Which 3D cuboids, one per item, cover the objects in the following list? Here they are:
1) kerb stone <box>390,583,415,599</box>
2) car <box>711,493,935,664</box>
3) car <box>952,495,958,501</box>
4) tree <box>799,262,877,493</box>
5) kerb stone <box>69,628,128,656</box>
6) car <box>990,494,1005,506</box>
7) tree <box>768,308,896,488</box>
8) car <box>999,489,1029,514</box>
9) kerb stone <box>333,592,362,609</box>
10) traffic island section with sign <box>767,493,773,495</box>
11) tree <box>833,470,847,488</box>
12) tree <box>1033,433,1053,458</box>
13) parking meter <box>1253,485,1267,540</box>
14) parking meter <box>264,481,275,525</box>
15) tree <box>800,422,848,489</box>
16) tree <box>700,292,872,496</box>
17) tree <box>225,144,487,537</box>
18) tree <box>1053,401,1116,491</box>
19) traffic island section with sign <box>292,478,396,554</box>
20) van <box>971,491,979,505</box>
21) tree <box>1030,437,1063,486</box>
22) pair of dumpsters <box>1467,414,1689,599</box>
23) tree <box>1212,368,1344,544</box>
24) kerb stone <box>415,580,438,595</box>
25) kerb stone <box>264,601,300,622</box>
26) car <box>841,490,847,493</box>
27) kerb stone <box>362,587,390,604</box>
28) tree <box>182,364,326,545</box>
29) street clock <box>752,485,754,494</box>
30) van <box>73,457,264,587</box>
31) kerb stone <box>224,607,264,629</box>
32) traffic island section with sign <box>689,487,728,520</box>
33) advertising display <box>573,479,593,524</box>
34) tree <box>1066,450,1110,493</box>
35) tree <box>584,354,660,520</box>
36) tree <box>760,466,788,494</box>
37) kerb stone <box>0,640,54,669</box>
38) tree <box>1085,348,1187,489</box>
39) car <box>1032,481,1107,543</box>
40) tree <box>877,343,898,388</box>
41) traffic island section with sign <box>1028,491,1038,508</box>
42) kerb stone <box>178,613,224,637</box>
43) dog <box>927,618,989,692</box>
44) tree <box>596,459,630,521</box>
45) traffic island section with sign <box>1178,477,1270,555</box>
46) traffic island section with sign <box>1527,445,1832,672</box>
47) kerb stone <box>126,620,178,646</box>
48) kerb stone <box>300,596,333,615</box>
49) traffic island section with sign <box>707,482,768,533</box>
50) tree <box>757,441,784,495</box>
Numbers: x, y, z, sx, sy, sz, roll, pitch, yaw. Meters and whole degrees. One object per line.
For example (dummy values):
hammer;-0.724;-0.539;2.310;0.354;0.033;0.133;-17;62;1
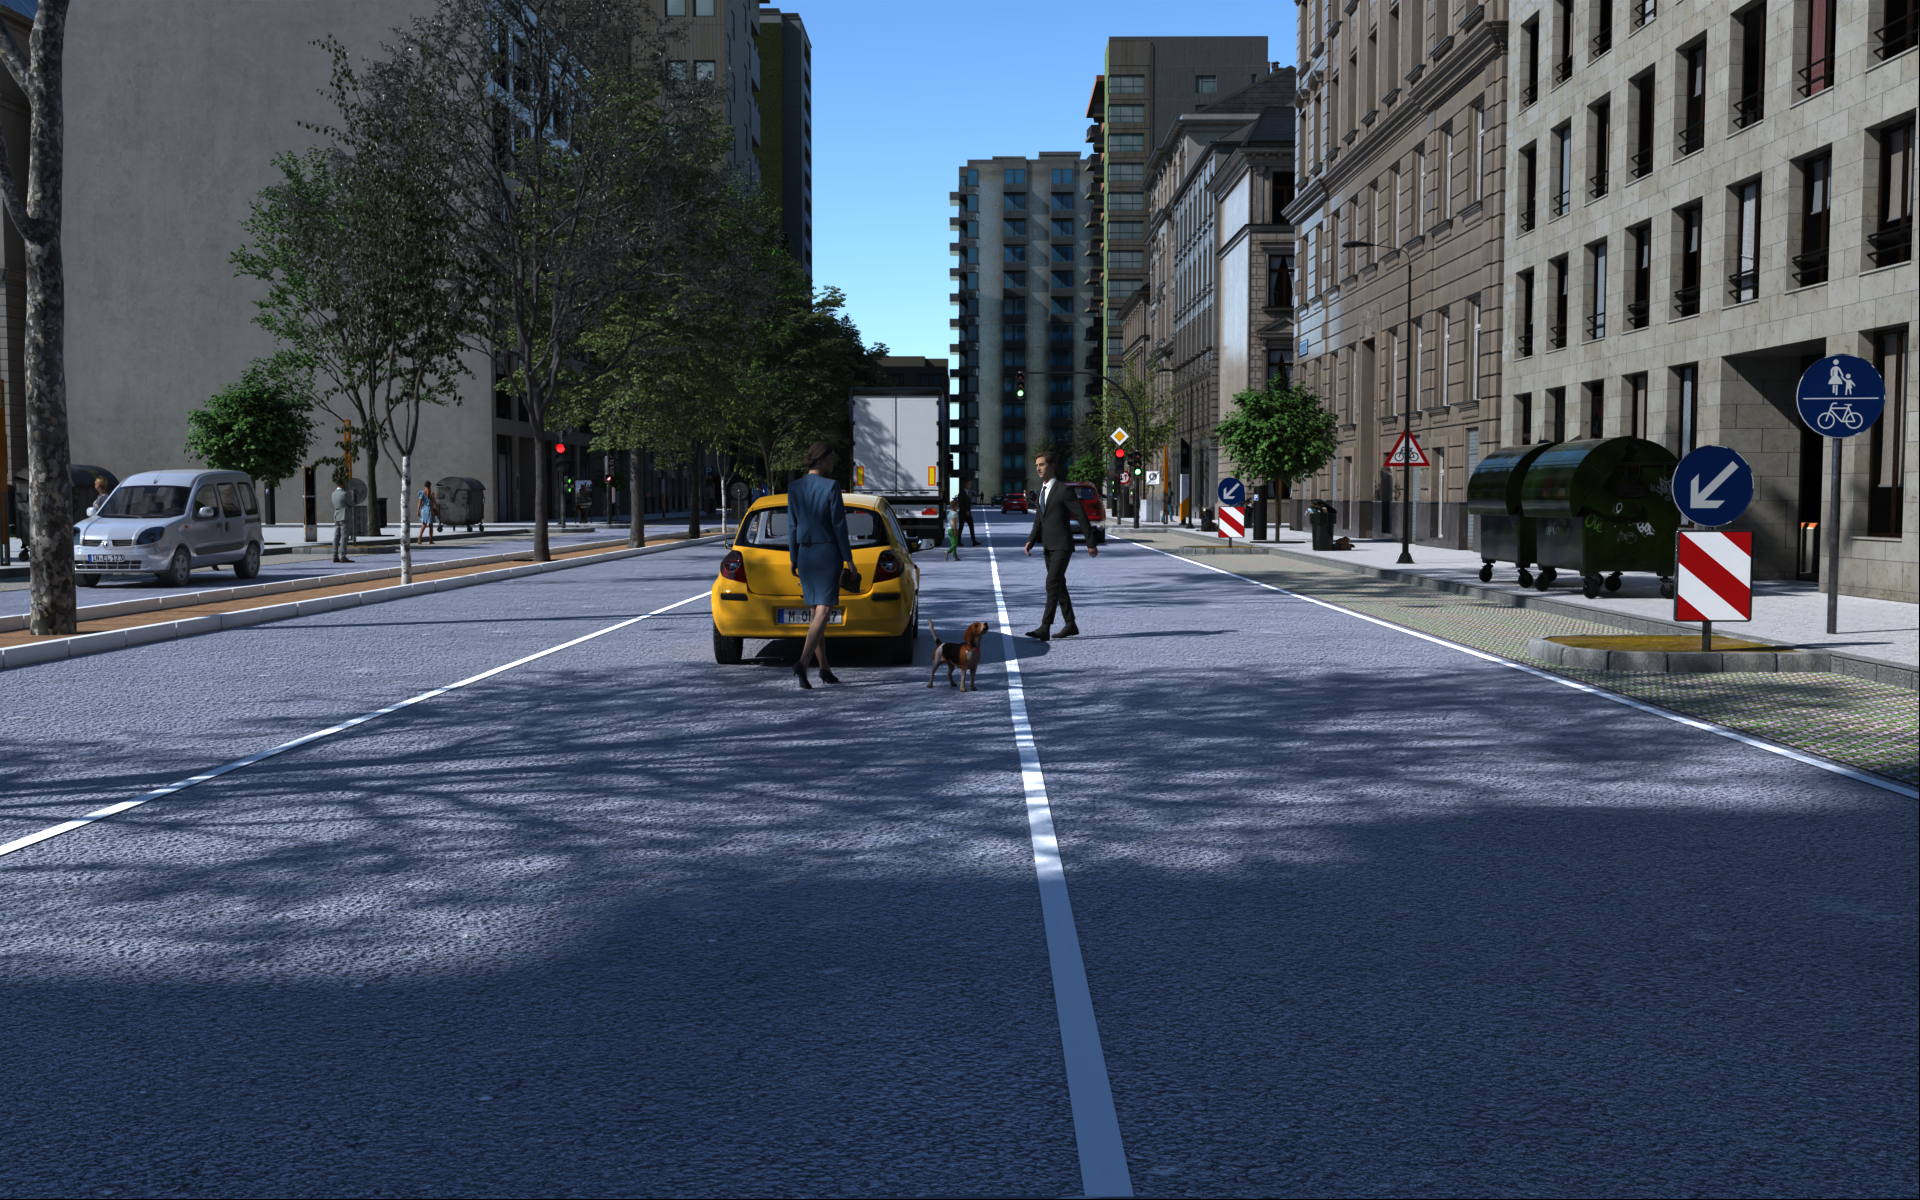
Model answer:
kerb stone;-7.815;-0.109;24.001;0.120;0.150;1.000;0;4;1
car;-1.242;-0.356;16.050;2.015;1.641;3.980;0;4;0
car;0.010;-12.076;210.023;1.945;1.354;3.894;0;4;-1
tree;-8.265;-9.979;83.734;7.486;12.596;7.792;0;3;0
kerb stone;-7.910;0.392;15.782;0.120;0.150;1.000;0;4;1
car;4.639;-11.850;205.548;2.131;1.459;4.920;0;4;2
tree;-8.046;-11.377;105.475;9.611;12.733;9.660;0;3;0
car;3.937;-7.122;125.476;2.155;1.783;4.494;0;4;-1
kerb stone;-7.841;0.019;21.930;0.120;0.150;1.000;0;4;1
traffic island section with sign;-13.803;-7.094;124.619;1.989;1.847;2.006;0;4;1
tree;-7.780;-10.305;121.309;4.360;8.622;3.978;0;3;0
tree;10.143;-14.211;182.716;4.360;8.622;3.978;0;3;0
parking meter;8.354;-2.433;48.185;0.372;1.533;0.369;0;3;0
parking meter;-28.930;-4.091;72.591;0.399;1.863;0.255;2;4;33
tree;-8.077;-8.873;97.899;4.737;8.622;4.395;0;3;0
tree;-8.161;-8.454;75.097;8.767;10.594;7.601;0;4;1
tree;-17.842;-7.730;52.144;9.928;11.665;9.643;0;3;0
tree;10.049;-11.418;137.049;4.360;8.622;3.978;0;3;0
traffic island section with sign;-14.814;-2.035;41.902;1.989;1.847;2.006;0;4;1
van;1.378;-13.003;219.608;2.013;2.044;4.112;0;4;1
tree;10.621;-16.162;214.610;4.737;8.622;4.395;0;3;0
pair of dumpsters;8.164;-1.263;23.141;1.574;2.255;4.437;0;4;1
tree;8.345;-3.782;45.555;4.285;4.588;4.351;0;3;0
kerb stone;-7.802;-0.173;25.028;0.120;0.150;1.000;0;4;1
kerb stone;-7.869;0.142;19.881;0.120;0.150;1.000;0;4;1
car;-10.671;-8.748;151.705;2.281;1.827;5.304;0;4;-1
kerb stone;-7.815;-0.045;22.957;0.120;0.150;1.000;0;4;1
tree;-17.855;-3.685;43.968;4.285;4.588;4.351;0;3;0
street clock;-15.583;-7.754;131.350;0.358;2.002;0.471;-1;4;-9
van;-12.839;-1.288;28.068;2.013;2.044;4.112;0;4;1
kerb stone;-7.876;0.204;18.859;0.120;0.150;1.000;0;4;1
traffic island section with sign;-14.126;-5.428;97.379;1.989;1.847;2.006;0;4;1
advertising display;-16.493;-4.316;75.783;0.123;1.923;0.974;3;4;39
tree;9.583;-8.795;127.509;4.285;4.588;4.351;0;3;0
tree;-17.117;-8.333;86.612;4.360;8.622;3.978;0;3;0
tree;-16.868;-10.764;159.704;4.285;4.588;4.351;0;3;0
kerb stone;-7.923;0.455;14.760;0.120;0.150;1.000;0;4;1
tree;9.281;-8.422;88.067;4.737;8.622;4.395;0;3;0
car;3.324;-2.675;52.412;2.281;1.827;5.304;0;4;3
tree;-7.406;-11.850;114.330;7.486;12.596;7.792;0;3;0
traffic island section with sign;8.245;-11.779;201.218;1.989;1.847;2.006;0;4;1
kerb stone;-7.889;0.267;17.833;0.120;0.150;1.000;0;4;1
dog;-0.022;0.401;12.727;0.540;0.507;0.406;1;4;12
tree;-16.716;-5.382;82.603;1.663;3.219;1.824;0;3;0
traffic island section with sign;6.314;-2.024;41.727;1.989;1.847;2.006;0;4;1
traffic island section with sign;5.985;-0.376;14.774;1.989;1.847;2.006;0;4;1
kerb stone;-7.902;0.330;16.804;0.120;0.150;1.000;0;4;1
kerb stone;-7.846;0.079;20.903;0.120;0.150;1.000;0;4;1
traffic island section with sign;-8.361;-3.475;64.953;2.006;1.907;1.989;0;4;1
tree;-16.053;-12.272;151.005;4.360;8.622;3.978;0;3;0
